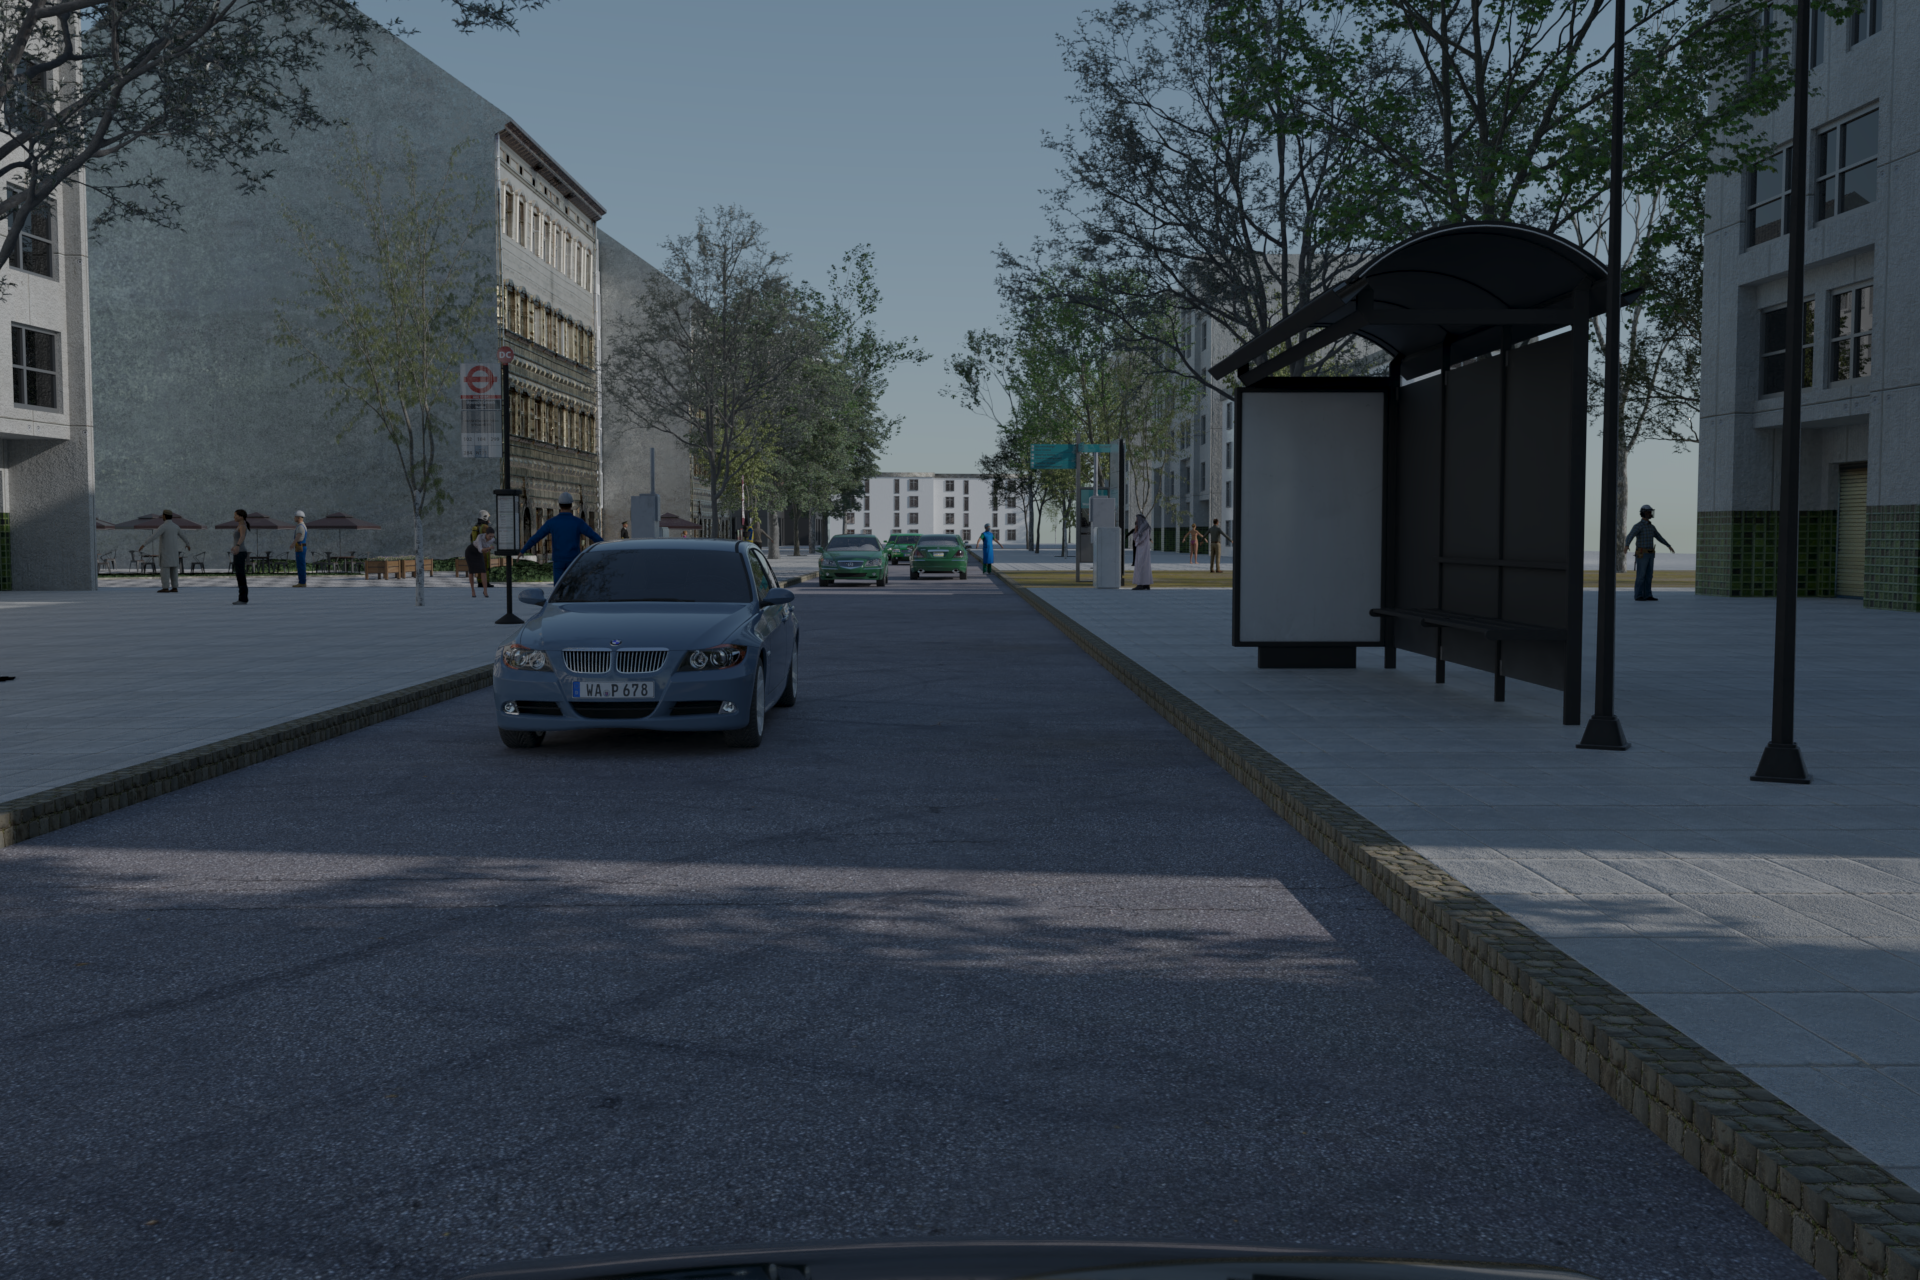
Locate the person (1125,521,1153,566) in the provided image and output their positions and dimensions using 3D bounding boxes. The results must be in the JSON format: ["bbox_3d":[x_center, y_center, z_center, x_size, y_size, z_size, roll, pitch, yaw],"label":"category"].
[{"bbox_3d":[7.053,-3.847,69.087,1.347,1.806,0.705,-1,4,-9],"label":"person"}]

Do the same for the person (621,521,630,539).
[{"bbox_3d":[-14.147,-4.118,73.259,0.705,1.837,1.347,0,4,4],"label":"person"}]

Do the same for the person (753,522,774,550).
[{"bbox_3d":[-8.621,-4.136,73.760,1.348,1.813,0.705,0,4,5],"label":"person"}]

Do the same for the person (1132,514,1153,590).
[{"bbox_3d":[4.165,-2.023,39.789,0.621,1.740,0.551,-1,4,-19],"label":"person"}]

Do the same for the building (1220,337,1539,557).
[{"bbox_3d":[19.879,-8.903,87.718,9.099,9.664,28.070,0,4,0],"label":"building"}]

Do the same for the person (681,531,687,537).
[{"bbox_3d":[-11.479,-3.884,72.773,0.599,1.433,0.991,-1,4,-18],"label":"person"}]

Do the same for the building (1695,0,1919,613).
[{"bbox_3d":[24.031,-9.419,20.465,16.747,18.905,31.486,0,4,0],"label":"building"}]

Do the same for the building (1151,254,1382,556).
[{"bbox_3d":[23.194,-15.387,118.042,16.747,18.905,31.486,0,3,0],"label":"building"}]

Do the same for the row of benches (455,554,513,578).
[{"bbox_3d":[-14.500,-2.282,52.777,1.422,0.672,4.104,0,4,1],"label":"row of benches"}]

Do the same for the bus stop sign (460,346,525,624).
[{"bbox_3d":[-6.670,-2.201,24.694,0.855,3.939,0.416,0,4,1],"label":"bus stop sign"}]

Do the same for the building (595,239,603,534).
[{"bbox_3d":[-27.644,-14.746,97.521,16.016,20.090,11.380,0,4,-1],"label":"building"}]

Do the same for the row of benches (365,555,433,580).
[{"bbox_3d":[-16.216,-2.116,50.063,1.422,0.672,4.104,0,4,1],"label":"row of benches"}]

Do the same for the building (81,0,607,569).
[{"bbox_3d":[-26.130,-14.743,71.985,19.493,23.208,18.063,0,4,-1],"label":"building"}]

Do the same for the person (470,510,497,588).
[{"bbox_3d":[-11.439,-2.196,41.680,1.354,1.858,0.705,3,5,43],"label":"person"}]

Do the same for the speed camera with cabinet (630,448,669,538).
[{"bbox_3d":[-7.237,-2.819,40.419,0.660,3.252,2.038,0,4,-1],"label":"speed camera with cabinet"}]

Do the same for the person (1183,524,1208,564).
[{"bbox_3d":[10.148,-4.163,74.874,1.217,1.733,0.721,3,4,37],"label":"person"}]

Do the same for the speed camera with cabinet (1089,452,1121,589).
[{"bbox_3d":[3.477,-2.877,41.369,0.660,3.252,2.038,0,3,0],"label":"speed camera with cabinet"}]

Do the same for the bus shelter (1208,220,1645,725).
[{"bbox_3d":[3.394,-1.227,13.978,2.014,3.302,5.546,0,3,0],"label":"bus shelter"}]

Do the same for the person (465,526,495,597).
[{"bbox_3d":[-9.635,-1.572,34.938,0.799,1.438,0.628,1,4,9],"label":"person"}]

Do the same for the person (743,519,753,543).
[{"bbox_3d":[-7.091,-3.162,57.664,0.705,1.833,1.349,-1,4,-18],"label":"person"}]

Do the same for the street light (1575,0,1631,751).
[{"bbox_3d":[4.411,-2.305,10.236,1.470,5.913,1.316,0,4,-1],"label":"street light"}]

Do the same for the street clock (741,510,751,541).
[{"bbox_3d":[-6.527,-2.945,52.713,0.358,2.002,0.471,0,4,1],"label":"street clock"}]

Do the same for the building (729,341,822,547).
[{"bbox_3d":[-29.826,-21.029,187.793,27.936,21.610,32.646,0,4,-1],"label":"building"}]

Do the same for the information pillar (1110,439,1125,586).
[{"bbox_3d":[3.945,-3.187,43.429,0.184,3.620,1.656,0,4,-2],"label":"information pillar"}]

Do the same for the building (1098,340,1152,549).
[{"bbox_3d":[22.902,-18.297,165.606,16.747,18.905,31.486,0,4,0],"label":"building"}]

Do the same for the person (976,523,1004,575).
[{"bbox_3d":[0.999,-3.218,61.194,0.704,1.817,1.347,3,5,45],"label":"person"}]

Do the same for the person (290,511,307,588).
[{"bbox_3d":[-15.909,-2.192,41.695,0.705,1.847,1.347,-1,4,-12],"label":"person"}]

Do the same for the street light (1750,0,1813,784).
[{"bbox_3d":[4.834,-2.222,8.867,1.470,5.913,1.316,0,4,0],"label":"street light"}]

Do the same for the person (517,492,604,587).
[{"bbox_3d":[-5.274,-1.061,23.228,1.347,1.842,0.705,0,4,-5],"label":"person"}]

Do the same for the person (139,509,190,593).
[{"bbox_3d":[-17.370,-1.949,37.960,0.704,1.819,1.344,2,4,24],"label":"person"}]

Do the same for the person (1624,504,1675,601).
[{"bbox_3d":[13.182,-1.677,33.260,1.345,1.849,0.704,-2,4,-28],"label":"person"}]

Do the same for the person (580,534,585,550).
[{"bbox_3d":[-12.457,-3.064,56.227,0.704,1.812,1.346,-3,4,-37],"label":"person"}]

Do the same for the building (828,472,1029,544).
[{"bbox_3d":[-4.149,-17.828,236.098,28.070,9.664,9.099,-1,4,-9],"label":"building"}]

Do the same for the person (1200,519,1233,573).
[{"bbox_3d":[8.493,-3.131,57.459,1.348,1.796,0.705,3,5,42],"label":"person"}]

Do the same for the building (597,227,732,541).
[{"bbox_3d":[-26.481,-17.691,120.172,19.493,23.208,18.063,0,4,0],"label":"building"}]

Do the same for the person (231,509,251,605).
[{"bbox_3d":[-13.197,-1.514,31.570,0.721,1.737,1.217,-2,4,-24],"label":"person"}]
